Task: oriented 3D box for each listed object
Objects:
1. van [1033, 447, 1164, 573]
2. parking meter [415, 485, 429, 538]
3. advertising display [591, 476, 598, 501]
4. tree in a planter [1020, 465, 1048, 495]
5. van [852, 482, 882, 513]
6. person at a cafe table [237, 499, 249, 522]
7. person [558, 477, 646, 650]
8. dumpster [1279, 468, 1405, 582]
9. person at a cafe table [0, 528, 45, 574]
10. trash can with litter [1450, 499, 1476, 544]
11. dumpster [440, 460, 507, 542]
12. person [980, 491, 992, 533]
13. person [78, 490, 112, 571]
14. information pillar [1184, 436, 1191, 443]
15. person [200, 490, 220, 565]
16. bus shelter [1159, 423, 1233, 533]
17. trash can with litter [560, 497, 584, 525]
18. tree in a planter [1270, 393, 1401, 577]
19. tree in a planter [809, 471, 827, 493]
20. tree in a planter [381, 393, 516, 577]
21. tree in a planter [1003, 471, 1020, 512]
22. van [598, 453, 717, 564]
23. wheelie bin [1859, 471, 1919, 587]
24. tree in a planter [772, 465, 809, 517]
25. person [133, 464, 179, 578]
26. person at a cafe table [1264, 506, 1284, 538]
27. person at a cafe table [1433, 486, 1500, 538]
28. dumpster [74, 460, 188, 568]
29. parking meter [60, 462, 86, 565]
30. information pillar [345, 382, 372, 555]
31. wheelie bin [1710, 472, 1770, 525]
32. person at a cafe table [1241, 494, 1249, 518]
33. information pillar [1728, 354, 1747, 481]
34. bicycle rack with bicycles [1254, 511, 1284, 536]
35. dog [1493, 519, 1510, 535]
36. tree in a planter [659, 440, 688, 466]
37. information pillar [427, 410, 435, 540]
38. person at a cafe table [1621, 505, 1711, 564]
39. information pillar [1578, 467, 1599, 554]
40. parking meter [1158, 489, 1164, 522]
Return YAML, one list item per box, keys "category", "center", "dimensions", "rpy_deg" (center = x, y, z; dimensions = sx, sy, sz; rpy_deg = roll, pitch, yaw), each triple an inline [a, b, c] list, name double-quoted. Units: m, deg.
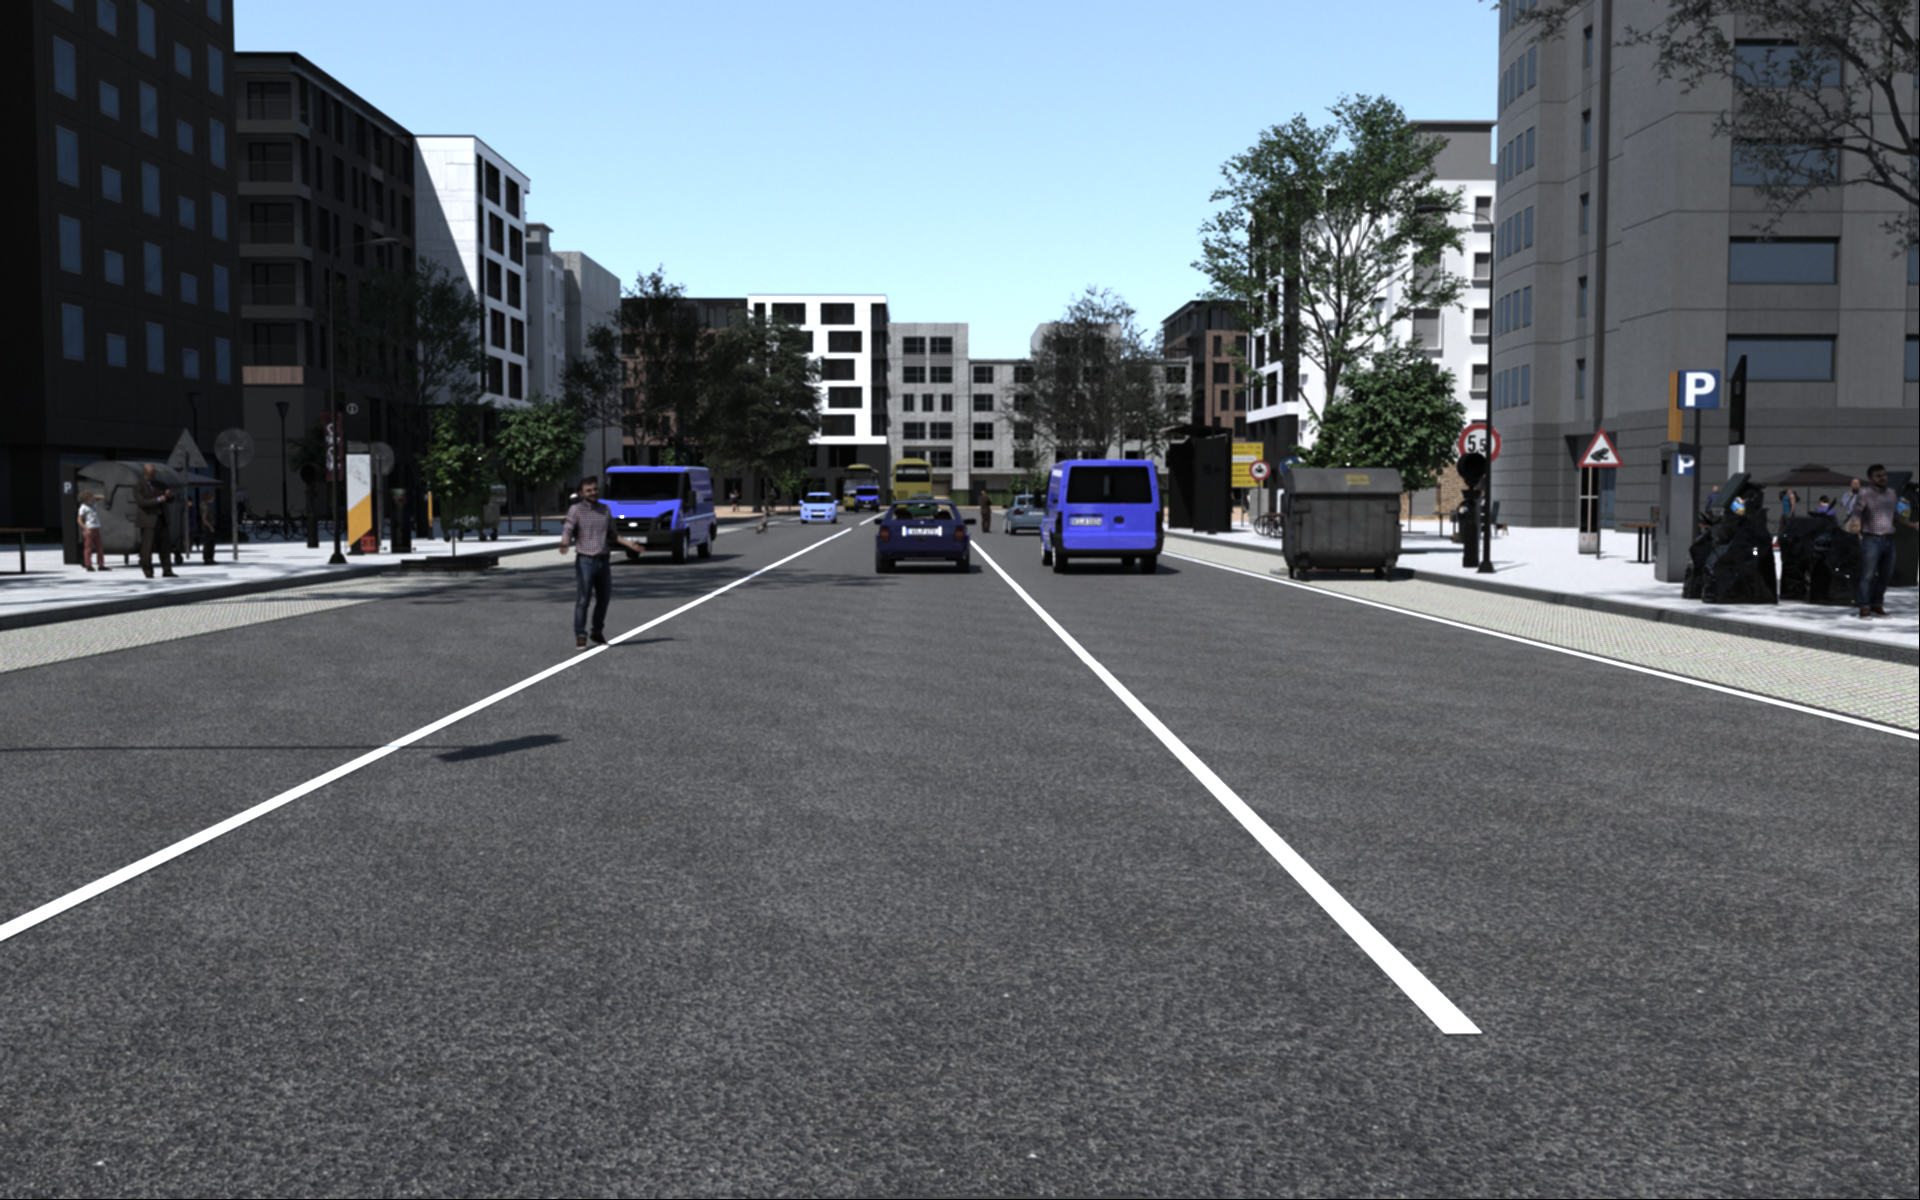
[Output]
- category: "van"
  center: [2.596, -1.747, 32.944]
  dimensions: [2.240, 2.365, 5.245]
  rpy_deg: [0, 4, -1]
- category: "parking meter"
  center: [-15.872, -2.612, 51.118]
  dimensions: [0.372, 1.533, 0.369]
  rpy_deg: [0, 3, 0]
- category: "advertising display"
  center: [-12.911, -3.420, 61.135]
  dimensions: [0.123, 1.923, 0.974]
  rpy_deg: [0, 4, -5]
- category: "tree in a planter"
  center: [4.938, -6.757, 107.698]
  dimensions: [1.991, 3.239, 1.994]
  rpy_deg: [0, 4, -1]
- category: "van"
  center: [-7.200, -7.951, 134.391]
  dimensions: [2.240, 2.365, 5.245]
  rpy_deg: [0, 4, -3]
- category: "person at a cafe table"
  center: [-33.478, -4.183, 79.257]
  dimensions: [1.726, 1.238, 1.698]
  rpy_deg: [-1, 4, -12]
- category: "person"
  center: [-3.407, -0.342, 16.045]
  dimensions: [0.435, 1.587, 0.963]
  rpy_deg: [3, 4, 38]
- category: "dumpster"
  center: [6.285, -1.247, 28.606]
  dimensions: [1.865, 1.857, 1.264]
  rpy_deg: [0, 3, 0]
- category: "person at a cafe table"
  center: [-15.874, -1.016, 27.472]
  dimensions: [1.726, 1.238, 1.698]
  rpy_deg: [1, 4, 17]
- category: "trash can with litter"
  center: [13.027, -2.051, 44.925]
  dimensions: [0.624, 1.170, 1.055]
  rpy_deg: [-1, 4, -10]
- category: "dumpster"
  center: [-13.258, -2.719, 46.946]
  dimensions: [1.502, 2.255, 1.985]
  rpy_deg: [0, 4, -1]
- category: "person"
  center: [0.950, -3.285, 64.477]
  dimensions: [0.388, 1.546, 0.482]
  rpy_deg: [-3, 5, -40]
- category: "person"
  center: [-14.372, -1.150, 28.762]
  dimensions: [0.340, 1.345, 0.435]
  rpy_deg: [0, 4, 8]
- category: "information pillar"
  center: [9.088, -4.792, 69.710]
  dimensions: [0.504, 3.616, 0.183]
  rpy_deg: [3, 4, 37]
- category: "person"
  center: [-13.562, -1.308, 31.338]
  dimensions: [0.340, 1.345, 0.435]
  rpy_deg: [-2, 4, -32]
- category: "bus shelter"
  center: [8.196, -4.229, 60.435]
  dimensions: [1.731, 3.624, 6.357]
  rpy_deg: [0, 4, -1]
- category: "trash can with litter"
  center: [-16.137, -3.731, 72.394]
  dimensions: [1.055, 1.170, 0.624]
  rpy_deg: [-3, 5, -40]
- category: "tree in a planter"
  center: [6.549, -2.039, 30.559]
  dimensions: [1.991, 3.239, 1.994]
  rpy_deg: [0, 4, -1]
- category: "tree in a planter"
  center: [-11.195, -8.393, 134.455]
  dimensions: [1.991, 3.239, 1.994]
  rpy_deg: [0, 4, -1]
- category: "tree in a planter"
  center: [-8.997, -2.047, 30.685]
  dimensions: [1.991, 3.239, 1.994]
  rpy_deg: [0, 4, -1]
- category: "tree in a planter"
  center: [4.350, -8.405, 134.645]
  dimensions: [1.991, 3.239, 1.994]
  rpy_deg: [0, 4, -1]
- category: "van"
  center: [-6.522, -2.000, 37.087]
  dimensions: [2.240, 2.365, 5.245]
  rpy_deg: [0, 3, 0]
- category: "wheelie bin"
  center: [12.987, -0.994, 24.168]
  dimensions: [0.693, 1.594, 0.980]
  rpy_deg: [-1, 4, -14]
- category: "tree in a planter"
  center: [-10.616, -6.742, 107.460]
  dimensions: [1.991, 3.239, 1.994]
  rpy_deg: [0, 4, -1]
- category: "person"
  center: [-12.271, -1.208, 26.476]
  dimensions: [0.600, 1.739, 0.565]
  rpy_deg: [1, 4, 9]
- category: "person at a cafe table"
  center: [9.853, -2.585, 50.773]
  dimensions: [1.622, 1.524, 1.698]
  rpy_deg: [0, 4, 2]
- category: "person at a cafe table"
  center: [14.969, -2.588, 50.822]
  dimensions: [1.622, 1.524, 1.698]
  rpy_deg: [0, 4, -6]
- category: "dumpster"
  center: [-14.670, -1.523, 30.666]
  dimensions: [1.264, 1.857, 1.865]
  rpy_deg: [0, 4, -1]
- category: "parking meter"
  center: [-16.126, -1.581, 31.556]
  dimensions: [0.399, 1.863, 0.255]
  rpy_deg: [1, 4, 21]
- category: "information pillar"
  center: [-12.589, -2.744, 36.213]
  dimensions: [0.504, 3.616, 0.183]
  rpy_deg: [-1, 4, -14]
- category: "wheelie bin"
  center: [11.477, -1.076, 25.501]
  dimensions: [0.693, 1.594, 0.980]
  rpy_deg: [0, 4, 5]
- category: "person at a cafe table"
  center: [13.856, -4.396, 80.394]
  dimensions: [1.622, 1.524, 1.698]
  rpy_deg: [0, 4, 8]
- category: "information pillar"
  center: [13.142, -2.322, 29.312]
  dimensions: [0.183, 3.616, 0.504]
  rpy_deg: [0, 4, 4]
- category: "bicycle rack with bicycles"
  center: [10.629, -2.498, 54.229]
  dimensions: [2.925, 0.926, 2.852]
  rpy_deg: [0, 4, 6]
- category: "dog"
  center: [16.954, -2.295, 54.359]
  dimensions: [0.540, 0.507, 0.406]
  rpy_deg: [1, 4, 8]
- category: "tree in a planter"
  center: [-9.574, -3.694, 57.622]
  dimensions: [1.991, 3.239, 1.994]
  rpy_deg: [0, 4, -1]
- category: "information pillar"
  center: [-14.807, -3.488, 48.376]
  dimensions: [0.183, 3.616, 0.504]
  rpy_deg: [-1, 4, -14]
- category: "person at a cafe table"
  center: [13.286, -1.319, 32.422]
  dimensions: [1.698, 1.238, 1.726]
  rpy_deg: [1, 4, 13]
- category: "information pillar"
  center: [13.440, -1.986, 36.966]
  dimensions: [0.304, 2.012, 0.304]
  rpy_deg: [-2, 4, -25]
- category: "parking meter"
  center: [9.280, -4.402, 80.377]
  dimensions: [0.372, 1.533, 0.369]
  rpy_deg: [0, 3, 0]
